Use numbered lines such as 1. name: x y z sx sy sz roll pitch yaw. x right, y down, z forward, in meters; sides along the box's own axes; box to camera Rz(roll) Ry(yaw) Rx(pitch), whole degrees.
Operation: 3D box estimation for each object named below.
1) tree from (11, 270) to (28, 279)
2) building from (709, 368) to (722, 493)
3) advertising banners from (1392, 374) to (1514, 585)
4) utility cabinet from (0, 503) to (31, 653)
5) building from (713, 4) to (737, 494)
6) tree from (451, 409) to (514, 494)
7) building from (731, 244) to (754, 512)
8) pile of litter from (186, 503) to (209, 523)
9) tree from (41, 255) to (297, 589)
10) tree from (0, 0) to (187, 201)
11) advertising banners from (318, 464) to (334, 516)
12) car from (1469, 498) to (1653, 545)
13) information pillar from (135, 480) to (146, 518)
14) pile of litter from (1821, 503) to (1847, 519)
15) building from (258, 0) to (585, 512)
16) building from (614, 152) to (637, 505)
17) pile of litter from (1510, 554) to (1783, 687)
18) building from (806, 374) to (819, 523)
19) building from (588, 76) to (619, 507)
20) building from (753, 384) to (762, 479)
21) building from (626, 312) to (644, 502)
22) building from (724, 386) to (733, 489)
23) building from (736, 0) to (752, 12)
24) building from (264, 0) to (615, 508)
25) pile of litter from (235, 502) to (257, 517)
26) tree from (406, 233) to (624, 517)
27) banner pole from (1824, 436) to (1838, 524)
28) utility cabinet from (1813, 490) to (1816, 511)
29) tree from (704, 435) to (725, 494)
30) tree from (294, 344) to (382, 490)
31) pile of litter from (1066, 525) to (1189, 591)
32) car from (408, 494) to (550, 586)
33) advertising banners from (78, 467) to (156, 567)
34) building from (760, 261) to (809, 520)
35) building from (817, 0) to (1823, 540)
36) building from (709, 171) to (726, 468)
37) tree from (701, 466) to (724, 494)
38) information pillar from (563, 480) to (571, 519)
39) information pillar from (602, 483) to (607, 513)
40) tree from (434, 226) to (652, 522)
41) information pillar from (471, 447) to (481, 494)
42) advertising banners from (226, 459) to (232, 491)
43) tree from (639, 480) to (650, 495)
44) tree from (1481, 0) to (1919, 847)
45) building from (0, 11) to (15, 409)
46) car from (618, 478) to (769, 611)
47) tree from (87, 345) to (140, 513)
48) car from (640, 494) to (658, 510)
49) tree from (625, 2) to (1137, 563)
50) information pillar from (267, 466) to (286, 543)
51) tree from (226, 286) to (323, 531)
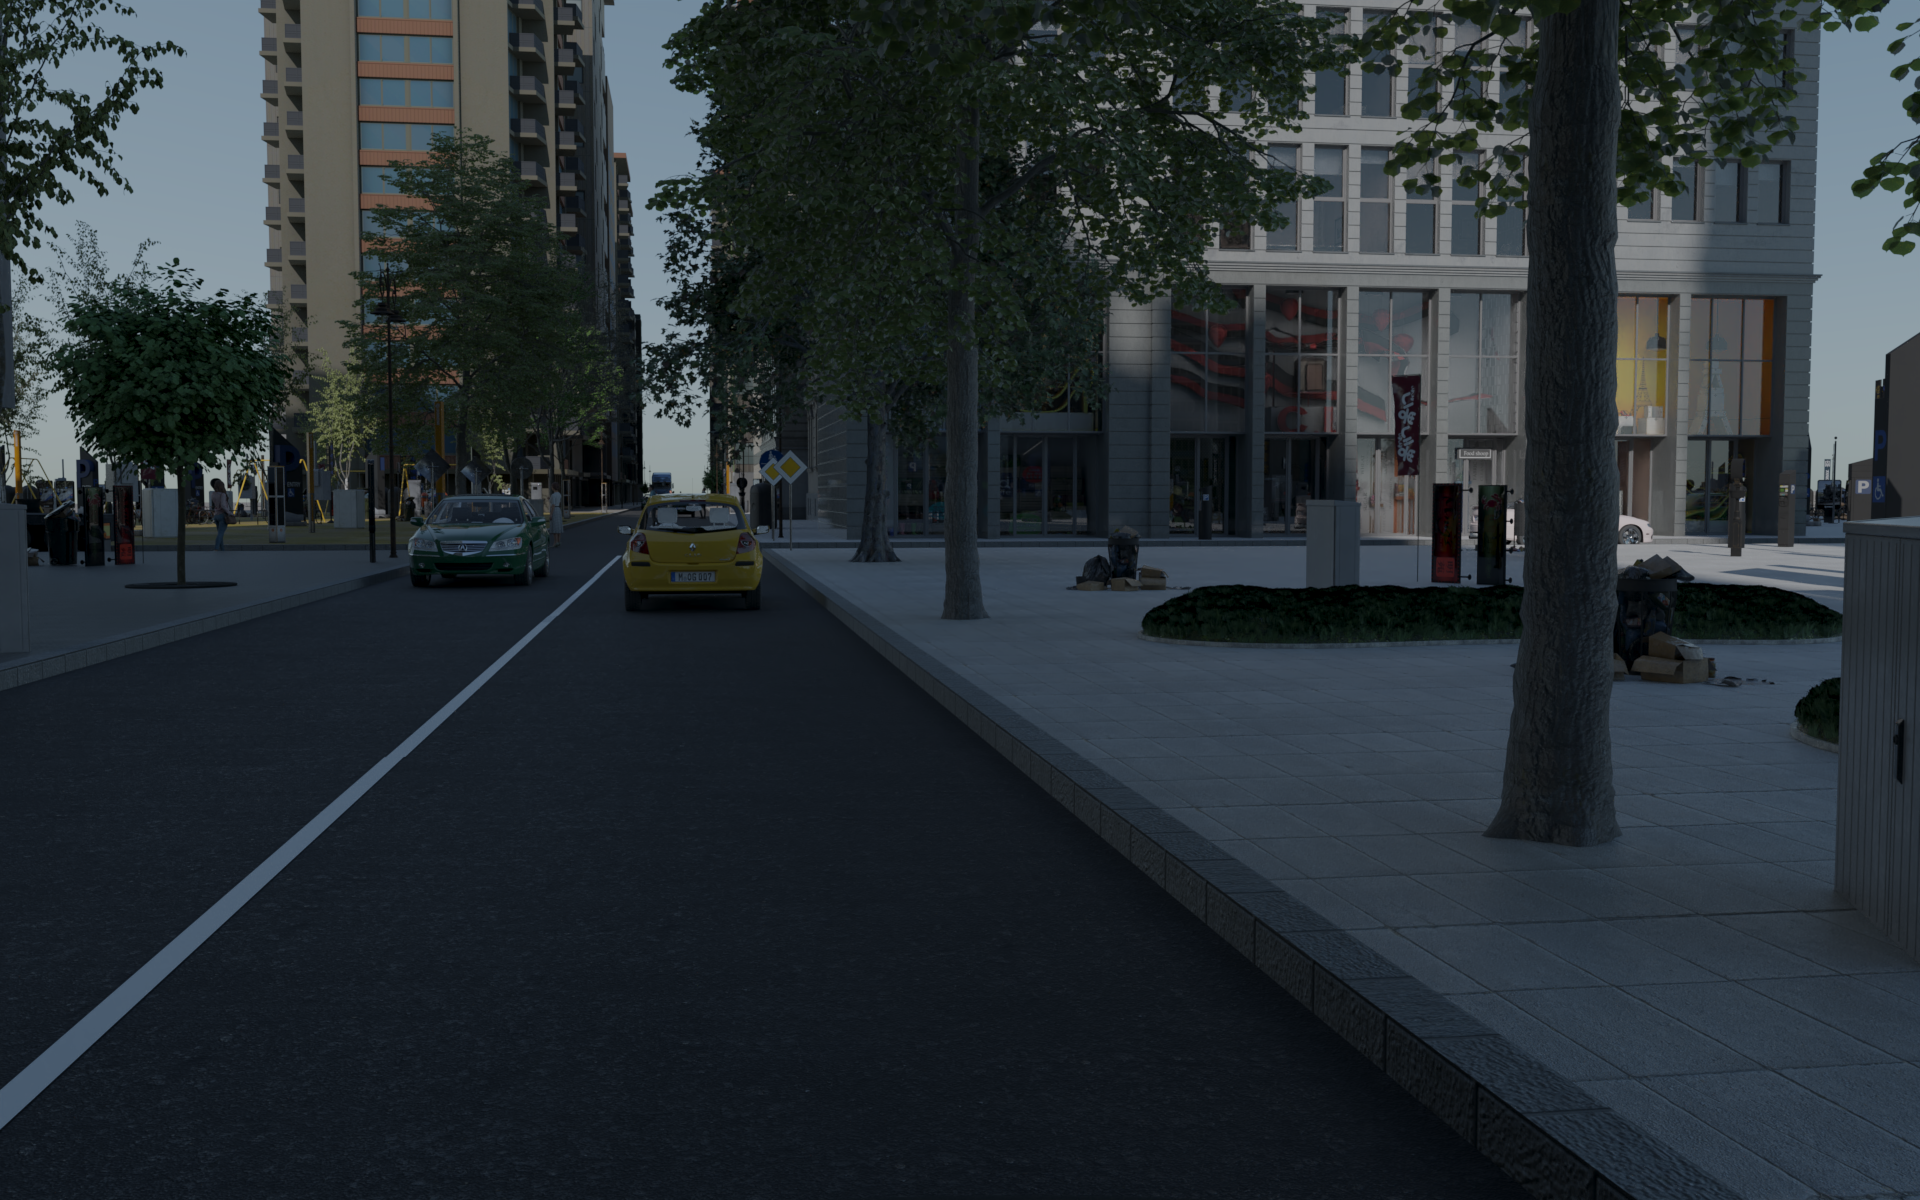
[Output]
1. tree: -28.128 -6.060 49.441 4.360 8.622 3.978 0 3 0
2. building: -32.350 -30.628 272.467 14.160 30.474 14.107 -1 4 -9
3. advertising banners: 7.023 -1.754 24.860 0.090 3.025 2.074 -3 4 -39
4. utility cabinet: -7.954 -0.198 14.406 0.306 1.237 1.020 -2 4 -34
5. building: -26.300 -49.932 254.631 20.563 71.187 20.611 -1 4 -9
6. tree: -30.855 -9.952 113.081 4.737 8.622 4.395 0 3 0
7. building: -10.459 -22.063 132.425 14.160 30.474 14.107 -1 4 -9
8. pile of litter: -34.457 -3.890 77.565 1.176 0.858 1.719 0 4 -2
9. tree: -10.858 -2.457 23.887 4.285 4.588 4.351 0 3 0
10. tree: -10.340 -4.129 17.875 4.737 8.622 4.395 0 3 0
11. advertising banners: -36.382 -6.384 100.560 0.090 3.025 2.074 2 4 33
12. car: 15.952 -2.054 45.939 4.827 1.381 2.083 -1 4 -9
13. information pillar: -43.604 -5.350 91.959 0.304 2.012 0.304 -1 4 -12
14. pile of litter: 44.637 -4.519 87.848 1.176 0.858 1.719 -3 4 -36
15. building: -40.159 -29.198 132.013 22.147 44.769 28.867 -1 4 -9
16. building: -52.117 -34.303 215.480 22.147 44.769 28.867 -1 4 -9
17. pile of litter: 4.749 0.112 12.136 1.176 0.858 1.719 -2 4 -33
18. building: 0.304 -17.541 74.189 14.401 28.519 23.554 -1 4 -9
19. building: -43.414 -32.499 181.477 14.600 45.320 14.200 -1 4 -9
20. building: -8.056 -15.829 113.561 10.420 20.320 16.860 -1 4 -9
21. building: -56.149 -30.264 266.515 14.160 30.474 14.107 -1 4 -9
22. building: -10.836 -20.729 183.963 27.650 21.520 28.899 -1 4 -9
23. building: -8.962 -30.565 154.366 22.147 44.769 28.867 -1 4 -9
24. building: -46.660 -34.886 159.629 28.713 52.752 27.495 -1 4 -9
25. pile of litter: -39.777 -5.030 96.205 1.176 0.858 1.719 -3 5 -39
26. tree: -17.856 -8.736 68.594 9.928 11.665 9.643 0 3 0
27. banner pole: 38.084 -5.228 75.493 0.401 3.779 0.863 1 4 19
28. utility cabinet: 52.516 -5.910 105.305 0.318 1.500 1.173 -3 5 -39
29. tree: -29.642 -16.083 213.317 4.360 8.622 3.978 0 3 0
30. tree: -29.571 -8.138 83.424 4.737 8.622 4.395 0 3 0
31. pile of litter: 2.299 -0.572 23.310 1.719 0.858 1.176 0 4 6
32. car: -7.844 -1.024 28.538 2.131 1.459 4.920 0 4 -8
33. advertising banners: -15.239 -2.158 31.471 0.090 3.025 2.074 1 4 14
34. building: -5.941 -15.037 95.006 9.793 20.994 18.267 -1 4 -9
35. building: 10.542 -16.986 55.206 29.804 29.767 11.434 -1 4 -9
36. building: -22.071 -35.259 231.105 22.147 44.769 28.867 -1 4 -9
37. tree: -29.035 -13.514 204.675 4.285 4.588 4.351 0 3 0
38. information pillar: -20.386 -5.218 89.802 0.304 2.012 0.304 0 4 3
39. information pillar: -23.757 -6.804 115.732 0.304 2.012 0.304 0 4 0
40. tree: -18.981 -10.366 79.859 12.009 13.543 11.850 0 3 0
41. information pillar: -24.154 -5.816 86.443 0.504 3.616 0.183 -3 5 -42
42. advertising banners: -36.633 -5.490 85.952 0.090 3.025 2.074 0 4 7
43. tree: -44.623 -15.375 245.980 1.663 3.219 1.824 0 3 0
44. tree: 2.178 -5.410 6.586 7.486 12.596 7.792 0 3 0
45. building: -23.853 -20.955 26.212 14.086 41.232 14.154 -1 4 -9
46. car: -3.496 -0.766 22.749 2.015 1.641 3.980 -1 4 -8
47. tree: -38.705 -7.898 79.498 4.360 8.622 3.978 0 3 0
48. car: -28.667 -9.117 160.852 2.131 1.459 4.920 -1 4 -9
49. tree: -1.496 -7.071 32.612 9.611 12.733 9.660 0 3 0
50. information pillar: -17.950 -2.507 45.481 0.304 2.012 0.304 2 4 24
51. tree: -24.444 -6.738 60.534 4.360 8.622 3.978 0 3 0
